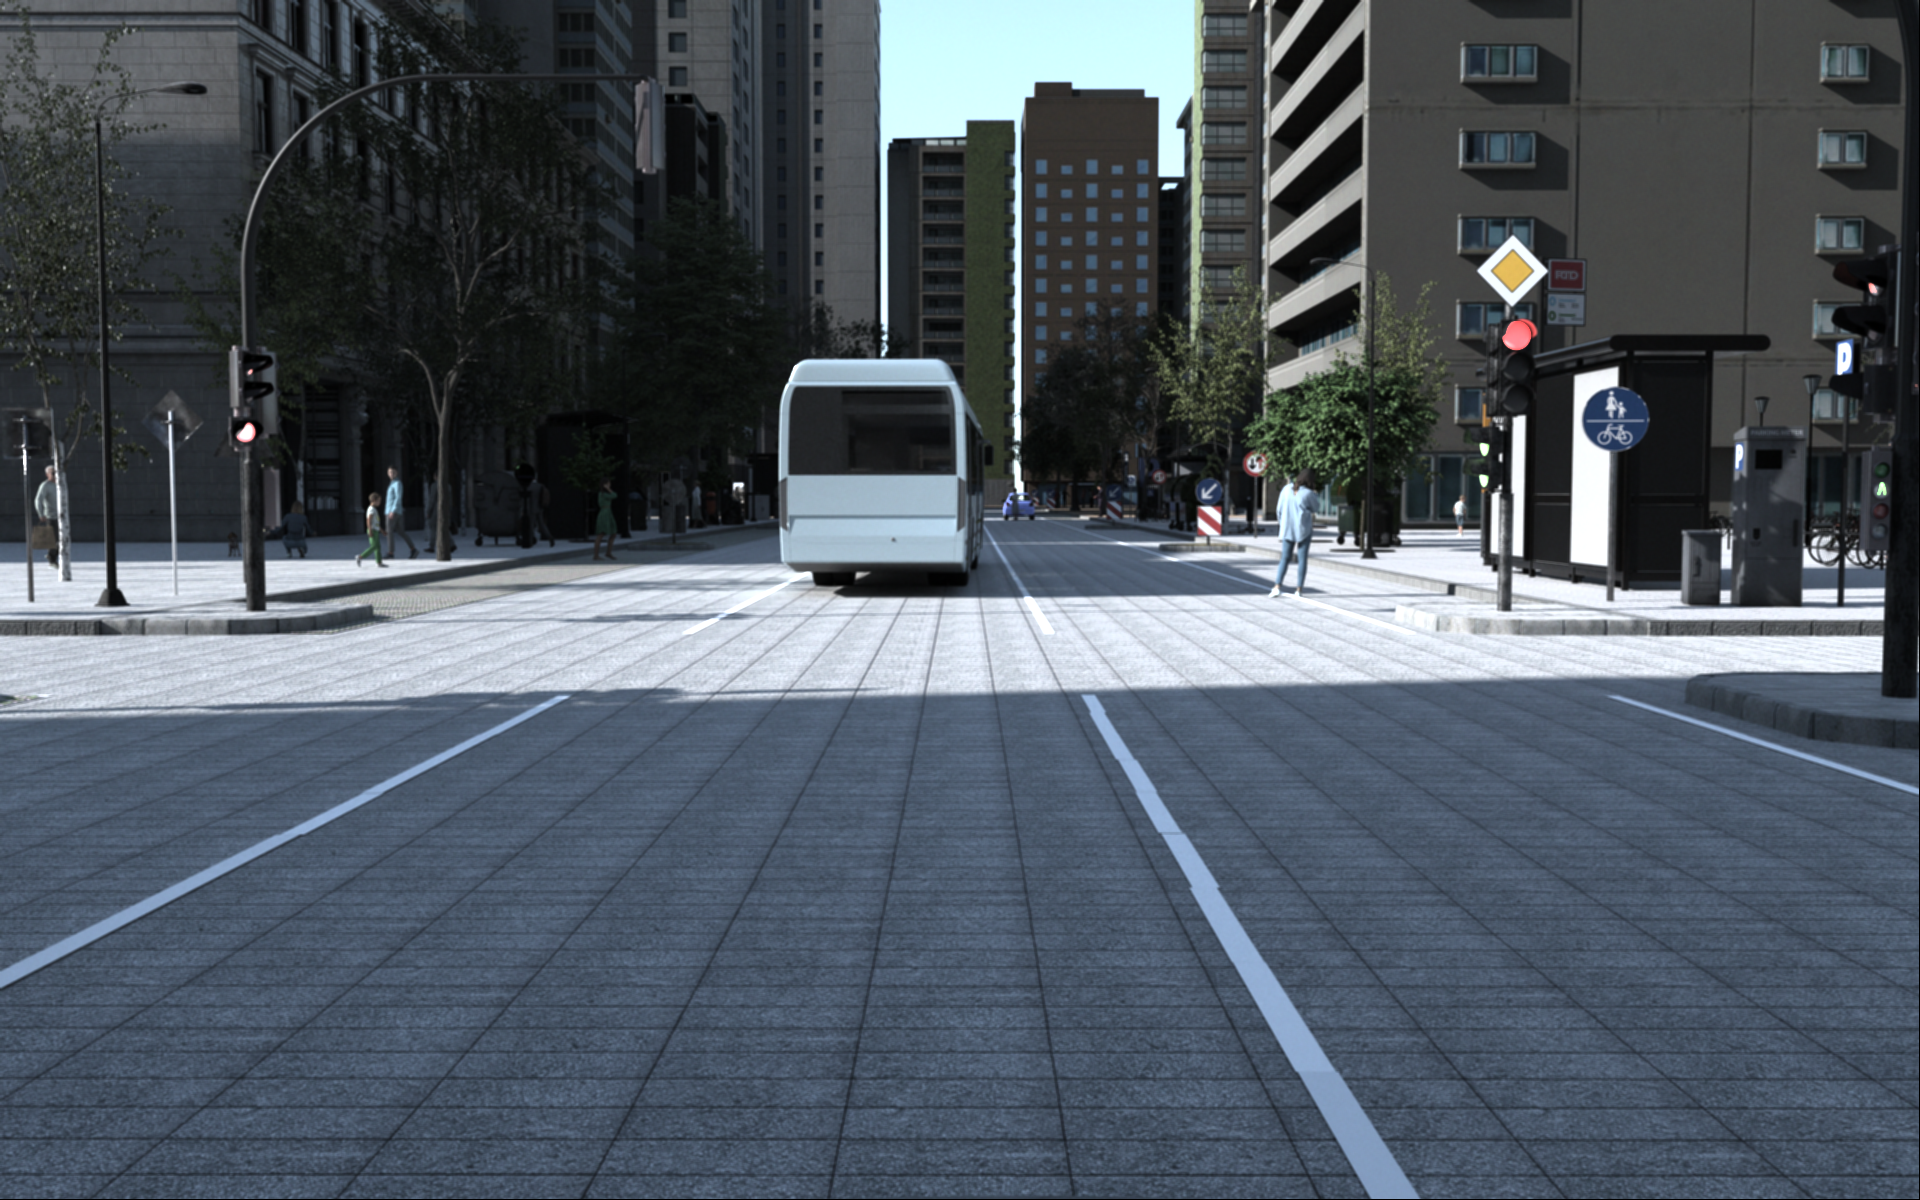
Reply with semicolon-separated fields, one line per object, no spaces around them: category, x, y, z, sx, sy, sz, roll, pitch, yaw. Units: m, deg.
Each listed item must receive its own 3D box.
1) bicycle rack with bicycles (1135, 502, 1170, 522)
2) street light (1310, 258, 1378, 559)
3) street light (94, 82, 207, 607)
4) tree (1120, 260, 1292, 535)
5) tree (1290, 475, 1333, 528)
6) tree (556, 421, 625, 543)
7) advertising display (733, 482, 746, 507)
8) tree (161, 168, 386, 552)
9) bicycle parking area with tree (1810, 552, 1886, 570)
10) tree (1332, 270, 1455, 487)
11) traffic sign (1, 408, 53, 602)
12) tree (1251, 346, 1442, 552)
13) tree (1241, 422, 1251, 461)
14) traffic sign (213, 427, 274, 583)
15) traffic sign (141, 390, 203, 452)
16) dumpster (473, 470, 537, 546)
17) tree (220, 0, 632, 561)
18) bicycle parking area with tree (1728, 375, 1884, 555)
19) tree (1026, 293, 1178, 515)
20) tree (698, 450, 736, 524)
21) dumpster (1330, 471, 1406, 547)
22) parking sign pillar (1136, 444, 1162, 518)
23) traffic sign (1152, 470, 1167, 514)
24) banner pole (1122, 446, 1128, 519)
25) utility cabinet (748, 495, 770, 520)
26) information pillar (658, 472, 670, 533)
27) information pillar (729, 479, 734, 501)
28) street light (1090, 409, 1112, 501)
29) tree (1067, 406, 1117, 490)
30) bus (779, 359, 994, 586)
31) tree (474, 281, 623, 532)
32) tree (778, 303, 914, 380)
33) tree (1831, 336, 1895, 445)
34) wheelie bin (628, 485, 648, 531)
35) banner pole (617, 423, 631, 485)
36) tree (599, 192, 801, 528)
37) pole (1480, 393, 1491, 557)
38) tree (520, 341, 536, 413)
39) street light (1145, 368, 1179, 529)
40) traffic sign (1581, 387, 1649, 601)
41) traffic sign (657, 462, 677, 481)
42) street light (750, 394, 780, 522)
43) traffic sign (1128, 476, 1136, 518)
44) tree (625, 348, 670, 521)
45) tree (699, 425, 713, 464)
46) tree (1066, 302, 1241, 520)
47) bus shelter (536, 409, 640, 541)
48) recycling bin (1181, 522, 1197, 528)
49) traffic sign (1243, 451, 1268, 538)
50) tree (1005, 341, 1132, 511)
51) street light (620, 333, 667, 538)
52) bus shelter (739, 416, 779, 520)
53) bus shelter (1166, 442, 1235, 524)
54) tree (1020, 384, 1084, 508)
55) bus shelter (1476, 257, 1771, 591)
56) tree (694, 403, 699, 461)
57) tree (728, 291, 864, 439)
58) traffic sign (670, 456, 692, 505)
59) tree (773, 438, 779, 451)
bicycle rack with bicycles;9.124;-4.064;79.821;2.852;0.926;2.925;3;5;41
street light;7.597;-3.776;34.271;1.470;5.913;1.316;0;4;0
street light;-9.191;-2.884;19.695;1.470;5.913;1.316;0;4;0
tree;8.106;-6.341;54.033;4.737;8.622;4.395;0;3;0
tree;13.288;-4.322;65.269;1.663;3.219;1.824;0;3;0
tree;-10.029;-3.160;46.269;1.663;3.219;1.824;0;3;0
advertising display;-11.902;-5.355;92.770;0.974;1.923;0.123;2;4;32
tree;-14.858;-5.371;38.178;4.737;8.622;4.395;0;3;0
bicycle parking area with tree;19.267;-2.595;29.432;8.231;4.147;9.016;-1;4;-9
tree;14.220;-6.480;56.310;4.737;8.622;4.395;0;3;0
traffic sign;-11.056;-1.127;20.554;0.606;2.300;0.079;0;4;1
tree;8.997;-3.356;38.582;4.285;4.588;4.351;0;3;0
tree;9.276;-3.839;46.477;4.285;4.588;4.351;0;3;0
traffic sign;-10.306;-1.524;24.924;0.884;2.594;0.081;0;4;3
traffic sign;-9.975;-1.358;21.943;0.795;2.593;0.064;0;4;2
dumpster;-11.313;-2.286;43.135;1.264;1.857;1.865;0;4;0
tree;-9.960;-6.001;32.534;8.767;10.594;7.601;0;4;7
bicycle parking area with tree;18.690;-3.461;43.596;9.016;4.147;8.231;-2;4;-35
tree;8.891;-11.958;105.884;12.009;13.543;11.850;0;3;0
tree;-10.834;-4.954;75.594;1.663;3.219;1.824;0;3;0
dumpster;10.139;-2.477;43.000;1.502;2.255;1.985;0;4;0
parking sign pillar;10.136;-6.357;92.415;1.447;3.967;1.447;0;3;0
traffic sign;10.369;-5.507;90.139;0.768;2.556;0.104;0;4;1
banner pole;8.617;-6.156;90.674;0.401;3.779;0.863;-1;4;-20
utility cabinet;-9.769;-4.467;84.189;1.020;1.237;0.306;0;4;-6
information pillar;-9.729;-3.214;57.040;0.304;2.012;0.304;-2;4;-29
information pillar;-10.948;-4.768;82.446;0.304;2.012;0.304;0;4;2
street light;7.644;-7.430;94.022;1.470;5.913;1.316;0;4;0
tree;9.171;-10.027;114.310;4.737;8.622;4.395;0;3;0
bus;-0.971;-2.165;30.255;2.948;3.499;13.247;0;4;2
tree;-14.729;-6.650;59.091;4.737;8.622;4.395;0;3;0
tree;-11.338;-19.320;171.765;12.611;20.169;13.585;0;3;0
tree;30.446;-6.417;55.274;4.360;8.622;3.978;0;3;0
wheelie bin;-11.293;-3.226;60.657;0.693;1.594;0.980;-1;4;-17
banner pole;-11.516;-4.232;59.215;0.401;3.779;0.863;2;4;28
tree;-9.697;-9.022;65.640;7.486;12.596;7.792;0;3;0
pole;10.654;-2.520;35.051;0.158;3.312;0.155;0;3;0
tree;-15.061;-6.252;52.586;4.360;8.622;3.978;0;3;0
street light;7.546;-5.603;64.152;1.470;5.913;1.316;0;4;0
traffic sign;7.793;-1.258;20.677;0.768;2.556;0.104;1;4;9
traffic sign;-11.880;-4.301;70.318;0.884;2.594;0.081;0;4;4
street light;-9.043;-6.587;80.236;1.470;5.913;1.316;0;4;0
traffic sign;9.308;-5.650;94.504;0.606;2.300;0.079;0;4;1
tree;-15.101;-7.504;73.046;4.737;8.622;4.395;0;3;0
tree;-14.712;-8.479;89.000;4.737;8.622;4.395;0;3;0
tree;9.130;-9.182;84.539;8.767;10.594;7.601;-2;4;-27
bus shelter;-10.830;-3.643;50.852;1.731;3.624;6.357;0;4;0
recycling bin;8.932;-3.277;66.126;0.722;1.027;0.722;3;5;45
traffic sign;8.641;-3.086;50.554;0.768;2.556;0.104;1;4;10
tree;8.618;-13.042;130.242;9.611;12.733;9.660;0;3;0
street light;-9.162;-4.745;50.129;1.470;5.913;1.316;0;4;0
bus shelter;-10.094;-6.884;90.181;2.179;5.291;8.768;0;4;0
bus shelter;9.611;-4.631;69.645;2.014;3.302;5.546;0;3;0
tree;9.339;-14.642;157.517;7.486;12.596;7.792;0;3;0
bus shelter;9.601;-3.024;27.077;2.179;5.291;8.768;0;4;0
tree;-14.932;-8.118;83.095;4.737;8.622;4.395;0;3;0
tree;-10.068;-11.867;104.401;12.009;13.543;11.850;0;3;0
traffic sign;-9.393;-3.563;58.354;0.768;2.556;0.104;0;4;7
tree;-10.354;-11.862;128.349;7.601;10.594;8.767;-3;5;-42
